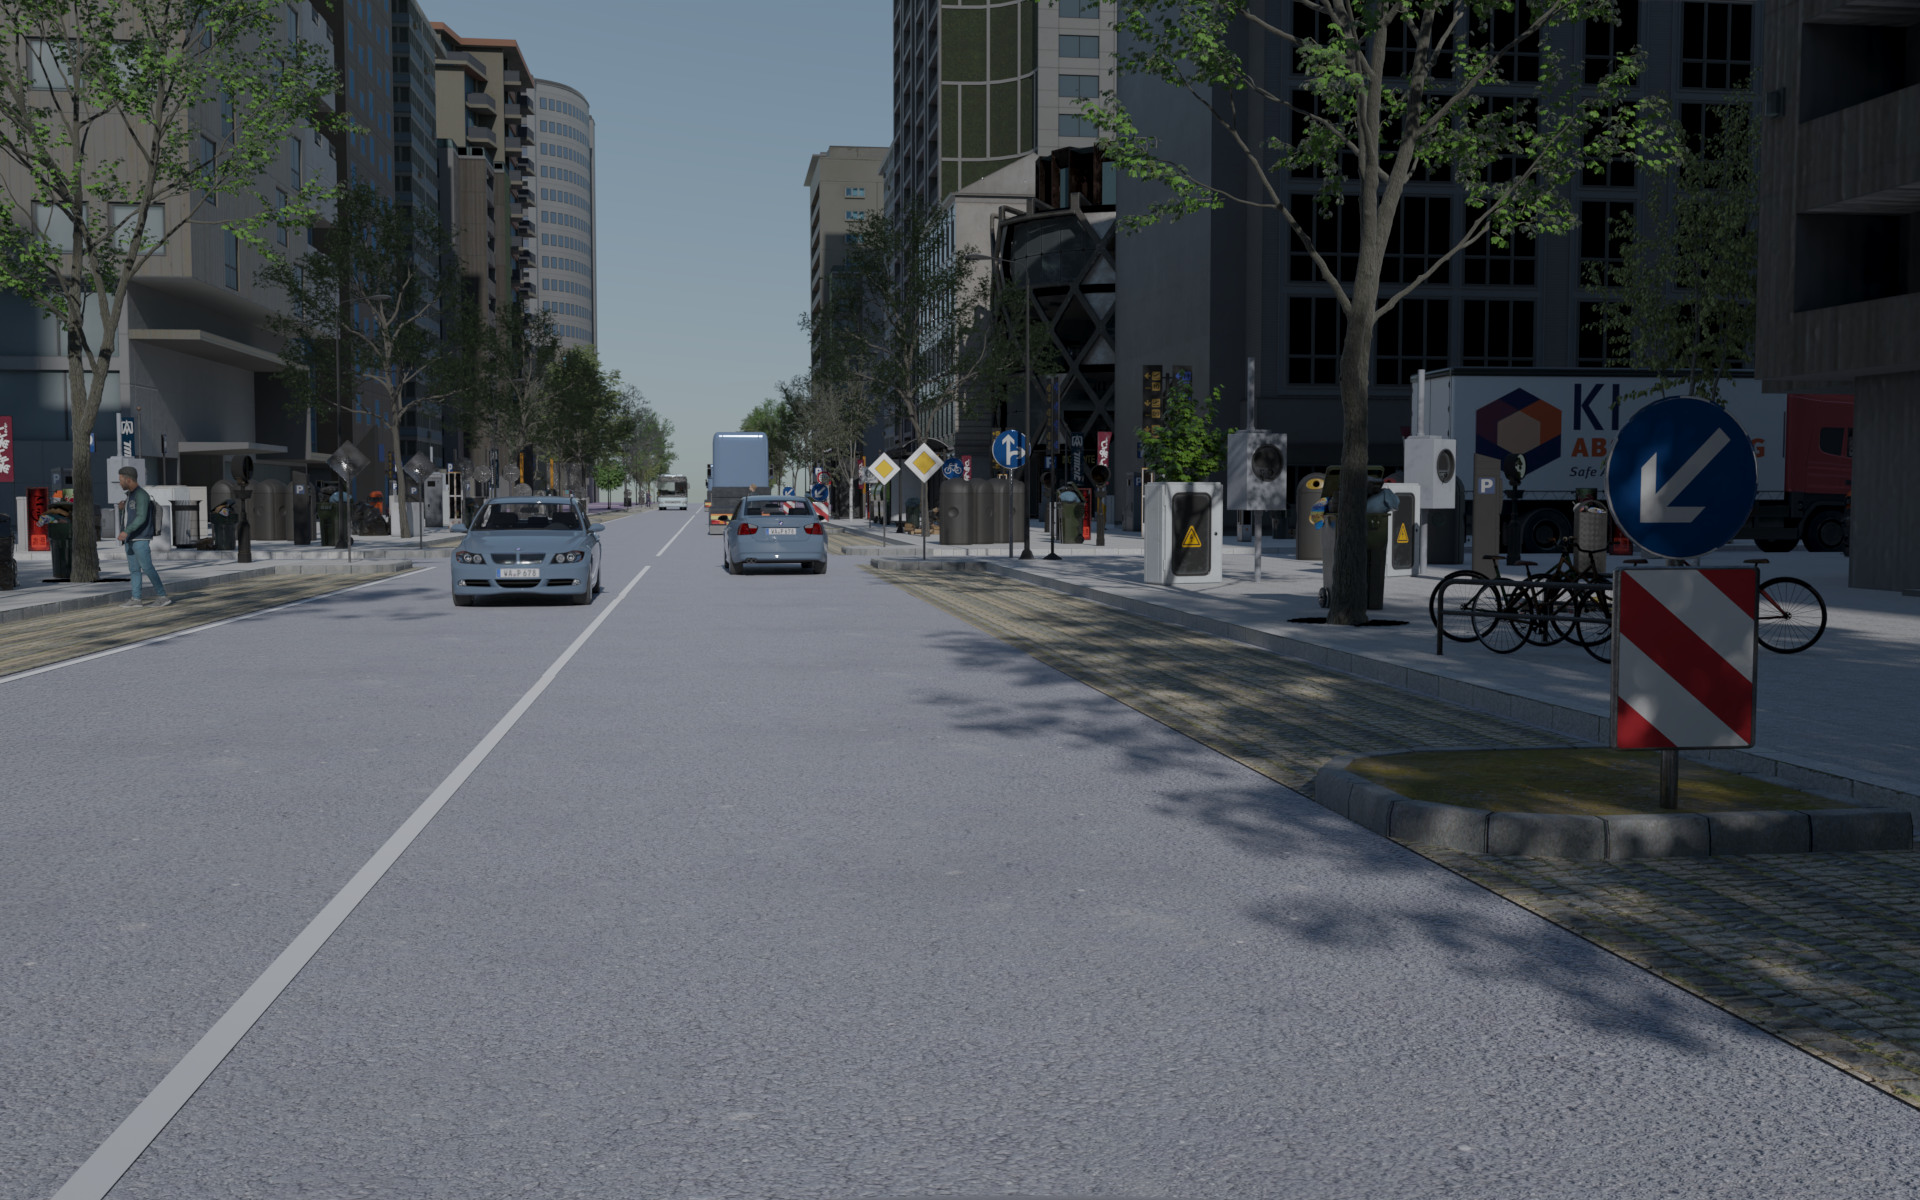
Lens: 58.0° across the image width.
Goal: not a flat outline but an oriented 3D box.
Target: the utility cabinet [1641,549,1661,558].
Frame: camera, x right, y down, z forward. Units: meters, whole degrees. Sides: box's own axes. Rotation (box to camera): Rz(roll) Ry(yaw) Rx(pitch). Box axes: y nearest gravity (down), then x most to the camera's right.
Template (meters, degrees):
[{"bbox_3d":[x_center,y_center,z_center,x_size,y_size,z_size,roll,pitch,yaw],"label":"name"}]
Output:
[{"bbox_3d":[14.051,-1.592,34.705,1.173,1.500,0.318,-3,5,-44],"label":"utility cabinet"}]

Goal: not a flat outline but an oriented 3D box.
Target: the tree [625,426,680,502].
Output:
[{"bbox_3d":[-48.591,-21.610,270.330,9.611,12.733,9.660,0,3,0],"label":"tree"}]

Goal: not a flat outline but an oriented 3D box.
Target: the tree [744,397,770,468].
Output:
[{"bbox_3d":[-19.062,-15.646,181.561,9.928,11.665,9.643,0,3,0],"label":"tree"}]

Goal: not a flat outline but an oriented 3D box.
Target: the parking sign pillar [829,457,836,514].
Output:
[{"bbox_3d":[-7.866,-7.485,110.845,1.447,3.967,1.447,0,4,-5],"label":"parking sign pillar"}]

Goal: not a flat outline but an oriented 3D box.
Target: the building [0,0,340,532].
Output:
[{"bbox_3d":[-41.234,-29.331,68.807,28.713,52.752,27.495,0,4,-8],"label":"building"}]

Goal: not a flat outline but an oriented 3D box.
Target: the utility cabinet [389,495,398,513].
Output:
[{"bbox_3d":[-27.289,-4.453,83.961,0.306,1.237,1.020,1,4,10],"label":"utility cabinet"}]

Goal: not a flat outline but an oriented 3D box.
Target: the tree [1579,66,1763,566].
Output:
[{"bbox_3d":[13.132,-4.917,30.760,4.737,8.622,4.395,0,3,0],"label":"tree"}]

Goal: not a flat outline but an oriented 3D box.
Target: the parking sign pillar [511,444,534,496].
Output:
[{"bbox_3d":[-22.653,-6.177,89.471,1.447,3.967,1.447,2,4,31],"label":"parking sign pillar"}]

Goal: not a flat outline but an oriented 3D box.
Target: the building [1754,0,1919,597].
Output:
[{"bbox_3d":[17.863,-15.227,20.665,14.160,30.474,14.107,0,4,-8],"label":"building"}]

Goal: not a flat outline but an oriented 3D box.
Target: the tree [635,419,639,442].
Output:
[{"bbox_3d":[-26.067,-11.412,121.006,8.767,10.594,7.601,1,4,17],"label":"tree"}]

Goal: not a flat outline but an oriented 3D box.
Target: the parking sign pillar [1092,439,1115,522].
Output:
[{"bbox_3d":[6.870,-5.648,80.812,1.447,3.967,1.447,3,5,43],"label":"parking sign pillar"}]

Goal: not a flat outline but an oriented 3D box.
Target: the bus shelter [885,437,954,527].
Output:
[{"bbox_3d":[-1.587,-4.294,64.133,2.014,3.302,5.546,0,4,-8],"label":"bus shelter"}]

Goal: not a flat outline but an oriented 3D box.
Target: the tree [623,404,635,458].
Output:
[{"bbox_3d":[-24.597,-10.604,107.788,7.601,10.594,8.767,-1,4,-14],"label":"tree"}]

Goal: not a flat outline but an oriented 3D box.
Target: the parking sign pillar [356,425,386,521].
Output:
[{"bbox_3d":[-23.057,-4.847,67.719,1.447,3.967,1.447,3,4,36],"label":"parking sign pillar"}]

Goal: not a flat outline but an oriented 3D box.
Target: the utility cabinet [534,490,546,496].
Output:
[{"bbox_3d":[-25.001,-5.759,102.838,0.318,1.500,1.173,-3,5,-44],"label":"utility cabinet"}]

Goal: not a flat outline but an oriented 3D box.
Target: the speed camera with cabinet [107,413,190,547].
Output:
[{"bbox_3d":[-19.856,-2.939,42.387,2.038,3.252,0.660,1,4,19],"label":"speed camera with cabinet"}]

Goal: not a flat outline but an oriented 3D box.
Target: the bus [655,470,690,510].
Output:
[{"bbox_3d":[-25.669,-9.781,154.779,2.948,3.499,13.247,-1,4,-9],"label":"bus"}]

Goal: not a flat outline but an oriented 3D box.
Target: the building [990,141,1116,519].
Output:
[{"bbox_3d":[9.831,-13.733,91.987,16.820,18.784,16.811,0,4,-8],"label":"building"}]

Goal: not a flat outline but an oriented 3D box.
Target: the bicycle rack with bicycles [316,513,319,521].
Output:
[{"bbox_3d":[-24.001,-2.934,61.358,2.852,0.926,2.925,0,4,8],"label":"bicycle rack with bicycles"}]

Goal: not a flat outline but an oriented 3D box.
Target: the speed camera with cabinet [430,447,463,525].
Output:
[{"bbox_3d":[-21.488,-4.766,72.258,2.038,3.252,0.660,3,5,42],"label":"speed camera with cabinet"}]

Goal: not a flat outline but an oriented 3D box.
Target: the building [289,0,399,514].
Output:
[{"bbox_3d":[-40.534,-27.407,98.215,14.600,45.320,14.200,0,4,-8],"label":"building"}]

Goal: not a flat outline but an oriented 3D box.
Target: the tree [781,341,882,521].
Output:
[{"bbox_3d":[-5.298,-7.989,80.987,4.360,8.622,3.978,0,3,0],"label":"tree"}]

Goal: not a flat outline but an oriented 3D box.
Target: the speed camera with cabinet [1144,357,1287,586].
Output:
[{"bbox_3d":[3.657,-1.859,24.723,2.038,3.252,0.660,-2,4,-23],"label":"speed camera with cabinet"}]

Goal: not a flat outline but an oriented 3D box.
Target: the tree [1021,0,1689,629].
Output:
[{"bbox_3d":[3.935,-5.558,16.630,9.928,11.665,9.643,0,3,0],"label":"tree"}]

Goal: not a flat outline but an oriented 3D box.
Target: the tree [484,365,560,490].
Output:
[{"bbox_3d":[-23.512,-8.815,94.482,4.360,8.622,3.978,0,3,0],"label":"tree"}]

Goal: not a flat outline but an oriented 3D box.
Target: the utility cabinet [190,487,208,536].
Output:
[{"bbox_3d":[-23.462,-2.677,52.450,1.173,1.500,0.318,-3,5,-40],"label":"utility cabinet"}]

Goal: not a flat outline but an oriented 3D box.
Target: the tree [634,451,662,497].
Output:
[{"bbox_3d":[-42.892,-17.448,235.641,4.737,8.622,4.395,0,3,0],"label":"tree"}]

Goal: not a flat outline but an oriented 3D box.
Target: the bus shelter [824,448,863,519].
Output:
[{"bbox_3d":[-6.158,-6.152,91.873,1.731,3.624,6.357,0,4,-8],"label":"bus shelter"}]

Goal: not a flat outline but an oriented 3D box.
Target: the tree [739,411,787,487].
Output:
[{"bbox_3d":[-29.738,-21.462,257.551,9.857,13.997,8.962,0,3,0],"label":"tree"}]

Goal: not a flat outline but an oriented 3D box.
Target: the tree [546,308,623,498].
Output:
[{"bbox_3d":[-20.890,-8.932,80.453,8.767,10.594,7.601,-1,4,-20],"label":"tree"}]

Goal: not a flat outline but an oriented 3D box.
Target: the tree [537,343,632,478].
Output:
[{"bbox_3d":[-28.395,-12.963,130.066,7.486,12.596,7.792,0,3,0],"label":"tree"}]

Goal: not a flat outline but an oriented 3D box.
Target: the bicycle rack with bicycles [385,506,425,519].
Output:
[{"bbox_3d":[-27.923,-4.538,87.584,2.925,0.926,2.852,-1,4,-12],"label":"bicycle rack with bicycles"}]

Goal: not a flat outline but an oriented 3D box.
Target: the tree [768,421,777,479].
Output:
[{"bbox_3d":[-18.326,-13.670,173.874,4.360,8.622,3.978,0,3,0],"label":"tree"}]

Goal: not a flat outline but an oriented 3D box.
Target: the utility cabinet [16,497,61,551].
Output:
[{"bbox_3d":[-20.849,-1.716,39.226,1.020,1.237,0.306,1,4,20],"label":"utility cabinet"}]

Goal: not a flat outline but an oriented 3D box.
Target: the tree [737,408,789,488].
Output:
[{"bbox_3d":[-26.679,-19.008,228.902,7.486,12.596,7.792,0,3,0],"label":"tree"}]

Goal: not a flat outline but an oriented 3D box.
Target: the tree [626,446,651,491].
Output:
[{"bbox_3d":[-41.485,-16.613,221.983,4.360,8.622,3.978,0,3,0],"label":"tree"}]

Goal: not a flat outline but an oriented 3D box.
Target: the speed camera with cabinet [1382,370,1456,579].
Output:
[{"bbox_3d":[6.982,-1.999,27.027,2.038,3.252,0.660,-3,5,-45],"label":"speed camera with cabinet"}]

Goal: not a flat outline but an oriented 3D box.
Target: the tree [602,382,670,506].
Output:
[{"bbox_3d":[-36.475,-17.043,189.016,12.009,13.543,11.850,0,3,0],"label":"tree"}]

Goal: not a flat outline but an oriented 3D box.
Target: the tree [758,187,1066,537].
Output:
[{"bbox_3d":[-0.978,-7.195,52.055,8.767,10.594,7.601,0,4,5],"label":"tree"}]

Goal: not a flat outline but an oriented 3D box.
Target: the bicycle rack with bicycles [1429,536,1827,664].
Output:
[{"bbox_3d":[5.050,-0.036,13.972,2.852,0.926,2.925,-3,5,-43],"label":"bicycle rack with bicycles"}]

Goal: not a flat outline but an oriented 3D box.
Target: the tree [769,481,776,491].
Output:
[{"bbox_3d":[-30.556,-17.329,267.034,4.285,4.588,4.351,0,3,0],"label":"tree"}]

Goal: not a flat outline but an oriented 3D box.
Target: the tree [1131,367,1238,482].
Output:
[{"bbox_3d":[3.354,-1.957,26.601,1.663,3.219,1.824,0,3,0],"label":"tree"}]

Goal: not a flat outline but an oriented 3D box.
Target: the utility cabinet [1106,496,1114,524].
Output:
[{"bbox_3d":[6.632,-3.809,73.444,0.306,1.237,1.020,3,5,44],"label":"utility cabinet"}]

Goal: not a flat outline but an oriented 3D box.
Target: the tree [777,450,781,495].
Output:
[{"bbox_3d":[-8.155,-9.493,105.566,4.360,8.622,3.978,0,3,0],"label":"tree"}]

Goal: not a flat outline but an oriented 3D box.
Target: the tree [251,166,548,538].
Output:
[{"bbox_3d":[-16.476,-7.074,50.066,7.601,10.594,8.767,0,4,-7],"label":"tree"}]

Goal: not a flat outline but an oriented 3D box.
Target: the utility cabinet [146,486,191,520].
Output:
[{"bbox_3d":[-20.832,-2.238,45.265,1.173,1.500,0.318,1,4,9],"label":"utility cabinet"}]

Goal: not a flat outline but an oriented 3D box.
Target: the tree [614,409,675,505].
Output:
[{"bbox_3d":[-38.422,-17.300,208.614,9.928,11.665,9.643,0,3,0],"label":"tree"}]

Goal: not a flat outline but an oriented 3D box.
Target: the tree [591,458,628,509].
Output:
[{"bbox_3d":[-30.663,-10.255,151.378,4.285,4.588,4.351,0,3,0],"label":"tree"}]
